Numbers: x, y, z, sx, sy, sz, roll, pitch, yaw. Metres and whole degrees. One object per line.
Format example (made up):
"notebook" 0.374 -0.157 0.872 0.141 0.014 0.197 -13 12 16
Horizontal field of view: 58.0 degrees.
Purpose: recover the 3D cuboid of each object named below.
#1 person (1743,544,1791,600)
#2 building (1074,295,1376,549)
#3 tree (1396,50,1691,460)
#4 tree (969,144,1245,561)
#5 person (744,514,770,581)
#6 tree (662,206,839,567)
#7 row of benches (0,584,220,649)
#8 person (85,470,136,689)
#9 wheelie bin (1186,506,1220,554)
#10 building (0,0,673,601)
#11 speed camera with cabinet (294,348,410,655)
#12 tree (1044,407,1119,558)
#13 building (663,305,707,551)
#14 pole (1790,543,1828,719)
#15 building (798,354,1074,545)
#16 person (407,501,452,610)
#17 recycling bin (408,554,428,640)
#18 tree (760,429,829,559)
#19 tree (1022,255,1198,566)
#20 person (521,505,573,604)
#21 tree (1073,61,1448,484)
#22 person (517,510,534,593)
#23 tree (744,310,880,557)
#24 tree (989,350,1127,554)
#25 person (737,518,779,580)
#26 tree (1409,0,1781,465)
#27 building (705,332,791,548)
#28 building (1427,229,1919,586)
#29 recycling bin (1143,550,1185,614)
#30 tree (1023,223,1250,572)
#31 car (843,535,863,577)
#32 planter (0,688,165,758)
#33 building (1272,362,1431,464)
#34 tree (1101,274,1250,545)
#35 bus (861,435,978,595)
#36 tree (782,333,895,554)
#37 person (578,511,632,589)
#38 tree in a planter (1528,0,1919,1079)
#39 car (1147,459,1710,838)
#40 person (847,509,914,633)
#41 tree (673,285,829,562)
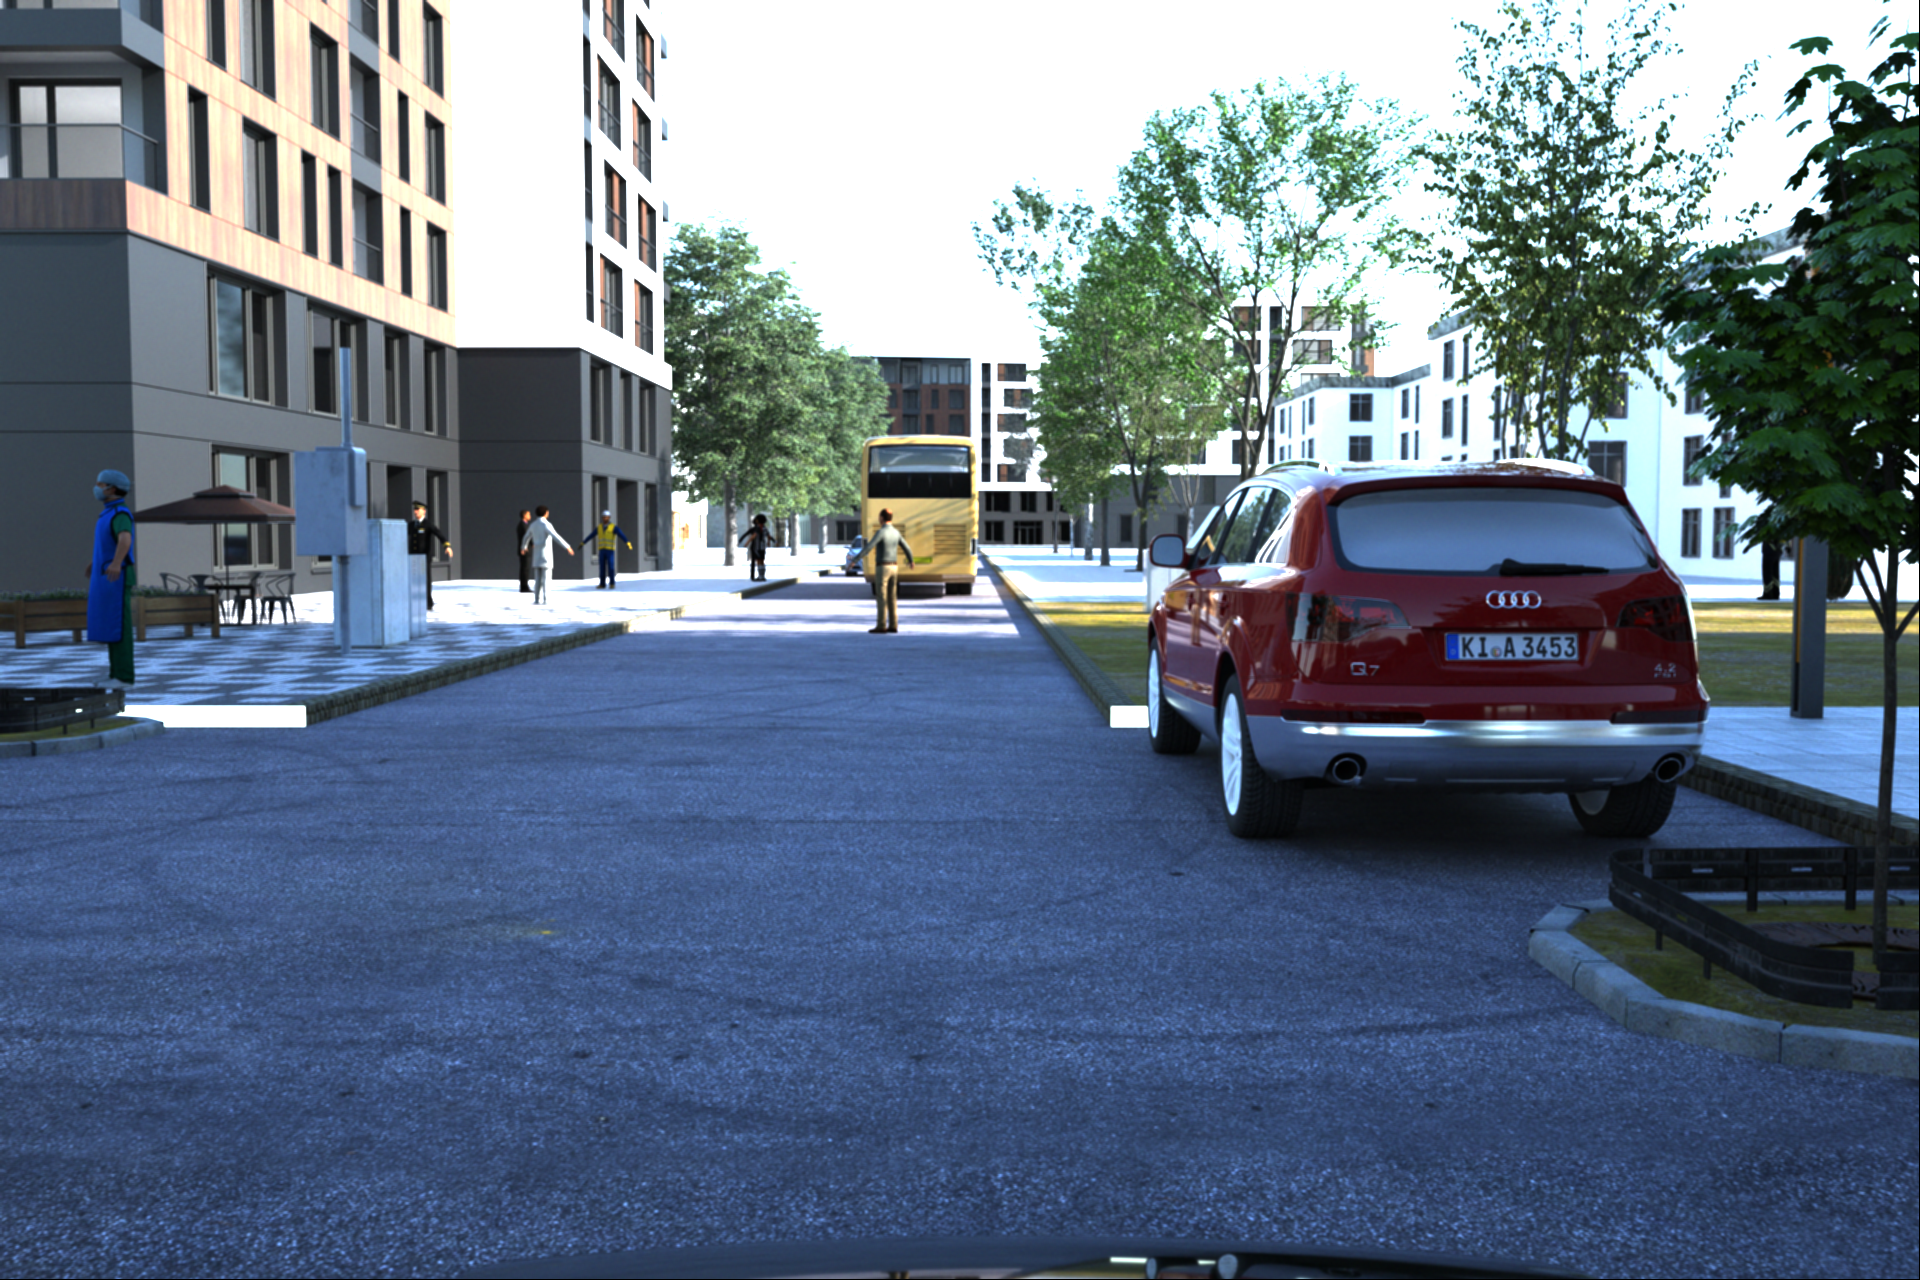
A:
"person" 15.761 -1.707 33.690 1.354 1.856 0.705 -2 4 -29
"building" 24.644 -19.616 164.689 27.936 21.610 32.646 0 4 1
"tree" 9.056 -4.705 27.293 4.737 8.622 4.395 0 3 0
"tree" 7.574 -13.856 82.439 12.611 20.169 13.585 0 3 0
"person" -5.434 -2.496 46.947 0.704 1.843 1.345 1 4 22
"tree" -8.943 -9.855 67.784 9.857 13.997 8.962 0 3 0
"row of benches" -10.523 -0.268 19.845 1.422 0.672 4.104 2 4 33
"person" -7.083 -0.509 14.449 0.704 1.817 1.347 -2 4 -34
"wheelie bin" 2.895 -0.703 19.400 0.693 1.594 0.980 0 4 -1
"building" -24.342 -12.307 45.199 27.936 21.610 32.646 0 4 1
"speed camera with cabinet" -6.720 -1.519 19.175 0.660 3.252 2.038 0 4 0
"tree" 5.936 -8.786 94.014 4.360 8.622 3.978 0 3 0
"building" -26.375 -16.905 132.812 16.016 20.090 11.380 0 4 0
"pole" 5.915 -1.111 12.002 0.158 3.312 0.155 0 3 0
"building" -2.556 -22.168 208.874 32.646 21.610 27.936 -1 4 -9
"person" -9.102 -1.421 29.166 1.347 1.837 0.705 1 4 18
"recycling bin" -7.016 -0.536 21.313 0.722 1.027 0.722 0 4 -1
"tree" -8.863 -8.390 87.541 4.360 8.622 3.978 0 3 0
"tree" 6.074 -9.246 69.301 7.486 12.596 7.792 0 3 0
"person" -7.662 -1.573 31.901 1.347 1.806 0.705 2 4 35
"tree" 6.509 -6.886 38.342 9.928 11.665 9.643 0 3 0
"person" -9.425 -1.921 37.633 0.704 1.802 1.346 -2 4 -26
"tree" -9.350 -11.698 97.923 9.857 13.997 8.962 0 3 0
"tree" 6.357 -12.382 112.822 12.009 13.543 11.850 0 3 0
"person" -5.641 -2.541 48.269 1.216 1.740 0.721 1 4 9
"tree" 7.806 -4.369 21.801 4.737 8.622 4.395 0 3 0
"building" -26.297 -20.566 167.182 19.493 23.208 18.063 0 3 0
"building" 23.321 -6.965 56.029 9.099 9.664 28.070 0 4 0
"recycling bin" 3.345 -0.944 27.996 0.722 1.027 0.722 0 4 1
"tree" 6.124 -8.137 58.788 9.928 11.665 9.643 0 3 0
"car" -2.985 -2.916 59.674 2.014 1.417 4.499 0 4 0
"planter" -6.715 0.561 11.969 1.991 0.319 1.994 0 4 0
"building" 23.667 -9.179 92.218 9.099 9.664 28.070 0 3 0
"tree" 6.503 -5.975 48.061 4.360 8.622 3.978 0 3 0
"bus" -0.901 -3.175 43.454 2.896 3.916 12.252 0 4 0
"tree" -8.888 -12.479 110.691 9.857 13.997 8.962 0 3 0
"person" -8.343 -2.132 40.825 1.349 1.833 0.705 1 4 13
"tree in a planter" 2.924 -0.500 5.403 1.991 3.239 1.994 0 3 0
"car" 2.275 -0.064 9.716 2.281 1.827 5.304 0 4 0
"person" -1.092 -1.001 25.099 0.705 1.796 1.348 3 5 42
"tree" -10.066 -9.880 79.661 7.486 12.596 7.792 0 3 0
